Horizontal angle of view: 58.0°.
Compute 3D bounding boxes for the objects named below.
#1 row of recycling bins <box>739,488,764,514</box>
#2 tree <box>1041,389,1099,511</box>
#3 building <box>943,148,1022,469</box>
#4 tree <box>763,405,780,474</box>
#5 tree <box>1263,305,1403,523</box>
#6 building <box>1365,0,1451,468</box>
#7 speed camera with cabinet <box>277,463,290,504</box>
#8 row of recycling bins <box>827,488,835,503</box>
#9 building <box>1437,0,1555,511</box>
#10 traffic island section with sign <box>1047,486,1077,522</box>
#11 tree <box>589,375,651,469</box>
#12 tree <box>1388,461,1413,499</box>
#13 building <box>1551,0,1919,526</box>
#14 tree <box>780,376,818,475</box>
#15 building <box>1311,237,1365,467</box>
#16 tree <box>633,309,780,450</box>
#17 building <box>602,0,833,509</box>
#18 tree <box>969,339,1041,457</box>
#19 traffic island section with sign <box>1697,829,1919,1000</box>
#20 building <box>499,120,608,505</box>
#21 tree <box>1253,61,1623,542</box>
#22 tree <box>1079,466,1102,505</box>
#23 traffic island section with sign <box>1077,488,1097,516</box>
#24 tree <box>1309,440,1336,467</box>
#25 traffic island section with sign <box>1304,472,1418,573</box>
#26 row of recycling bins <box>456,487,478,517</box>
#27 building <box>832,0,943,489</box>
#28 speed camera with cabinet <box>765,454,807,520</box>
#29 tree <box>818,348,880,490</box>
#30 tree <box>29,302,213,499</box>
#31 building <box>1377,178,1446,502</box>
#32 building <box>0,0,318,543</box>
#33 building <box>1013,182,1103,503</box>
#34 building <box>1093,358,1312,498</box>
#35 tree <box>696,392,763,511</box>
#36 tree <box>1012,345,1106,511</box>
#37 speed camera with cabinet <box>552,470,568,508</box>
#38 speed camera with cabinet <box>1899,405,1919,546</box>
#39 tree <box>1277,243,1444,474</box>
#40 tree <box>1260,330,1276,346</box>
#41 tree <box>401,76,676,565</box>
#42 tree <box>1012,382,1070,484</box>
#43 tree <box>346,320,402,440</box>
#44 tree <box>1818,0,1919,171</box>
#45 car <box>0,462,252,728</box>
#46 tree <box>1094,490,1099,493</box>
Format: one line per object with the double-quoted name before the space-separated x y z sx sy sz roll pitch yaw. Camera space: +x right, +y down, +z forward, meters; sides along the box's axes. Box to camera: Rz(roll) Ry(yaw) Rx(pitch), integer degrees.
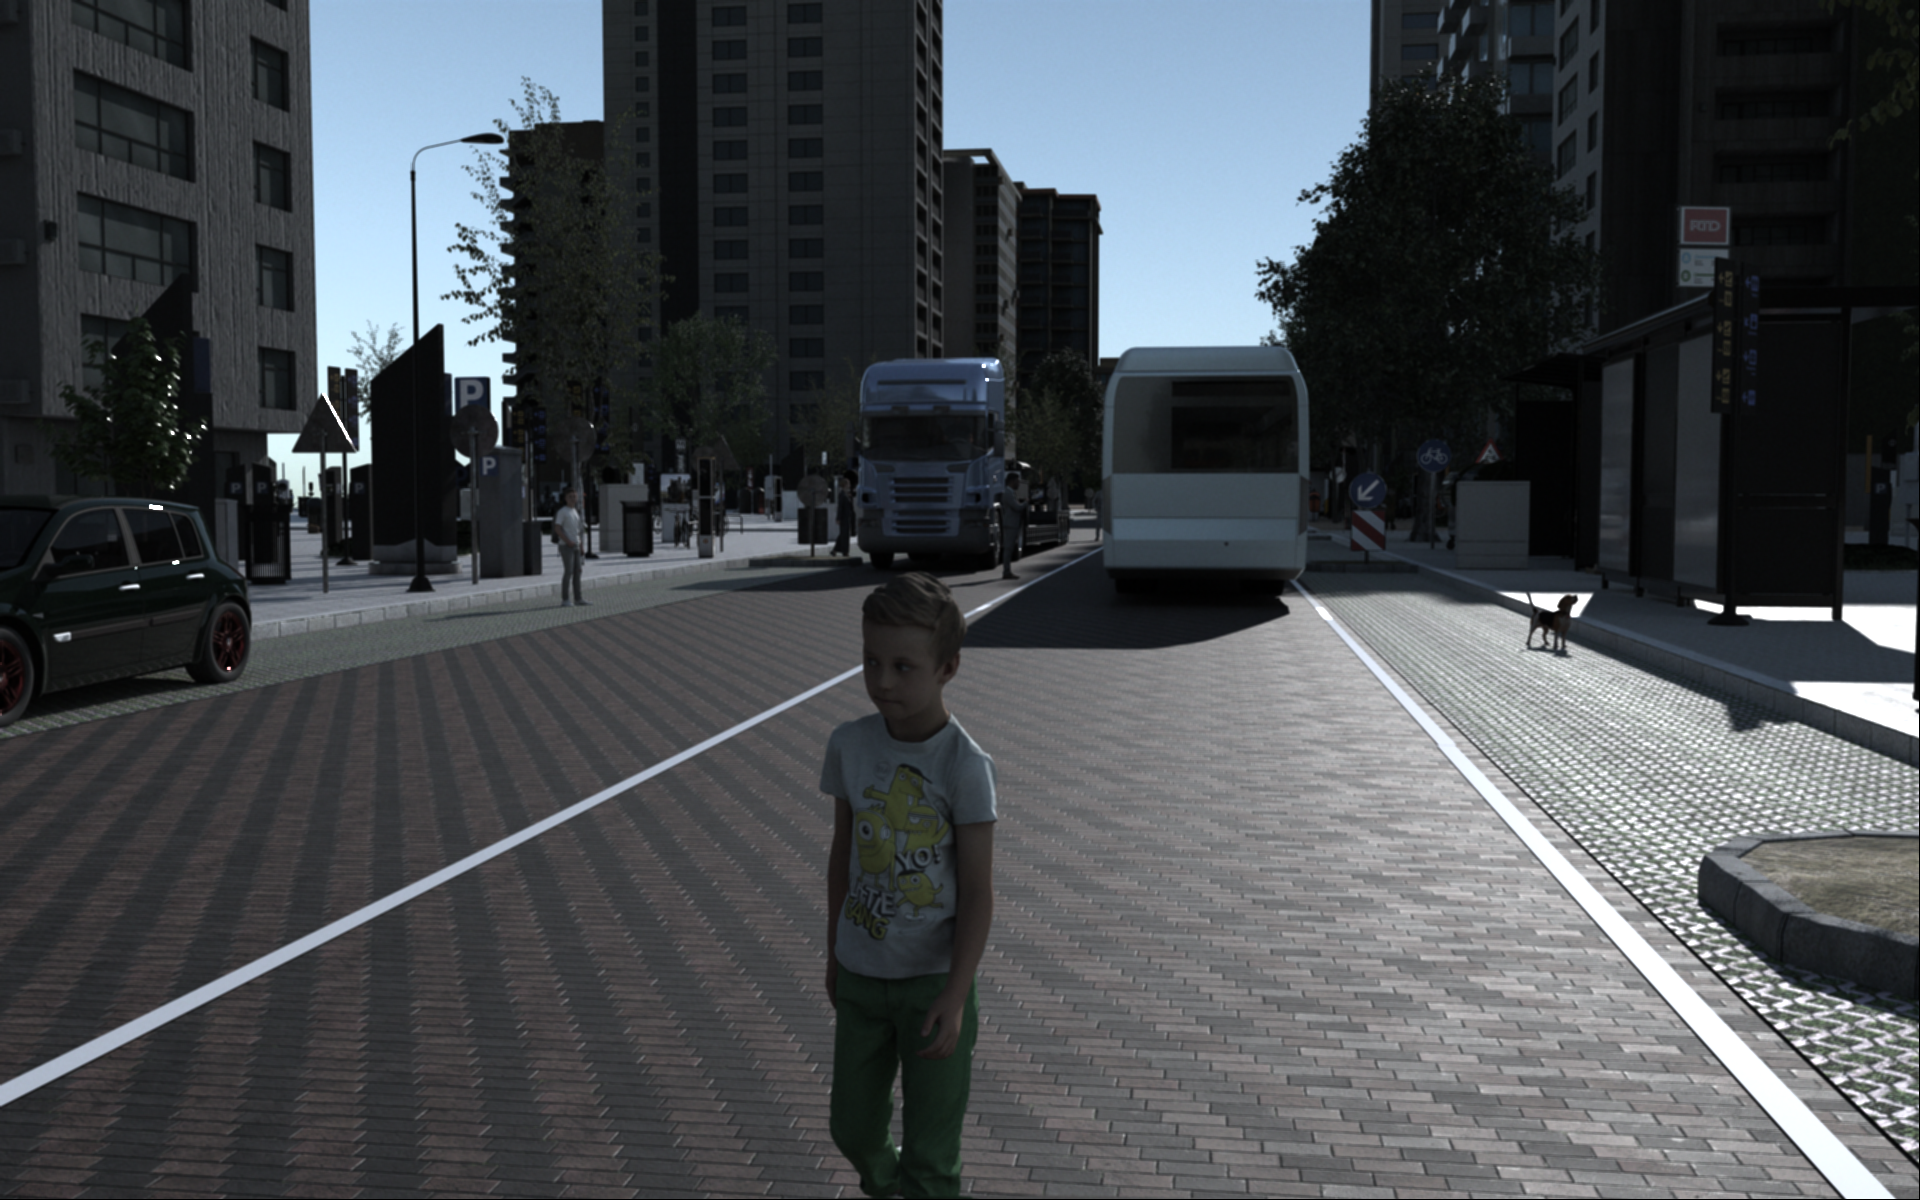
"row of recycling bins" -12.704 -6.497 113.331 3.534 1.692 1.069 -1 4 -19
"tree" 6.886 -10.422 120.765 4.737 8.622 4.395 0 3 0
"building" -6.049 -30.508 190.684 23.993 40.220 32.217 1 4 8
"tree" -15.885 -11.143 132.557 4.737 8.622 4.395 0 3 0
"tree" 16.615 -8.674 76.228 8.767 10.594 7.601 1 4 12
"building" 53.944 -39.223 183.299 21.231 58.520 28.212 1 4 8
"speed camera with cabinet" -43.546 -7.049 109.580 2.038 3.252 0.660 -1 4 -12
"row of recycling bins" -8.236 -6.944 120.641 3.534 1.692 1.069 2 4 33
"building" 44.807 -30.478 117.920 23.786 49.044 30.456 1 4 8
"traffic island section with sign" 4.802 -4.901 88.759 1.989 1.847 2.006 1 4 8
"tree" -20.725 -9.531 106.199 4.737 8.622 4.395 0 3 0
"tree" 25.530 -6.437 99.848 1.663 3.219 1.824 0 3 0
"building" 34.242 -18.585 75.560 14.107 30.474 14.160 1 4 8
"tree" -8.415 -9.403 104.096 4.360 8.622 3.978 0 3 0
"building" 60.862 -33.720 243.203 23.993 40.220 32.217 1 4 8
"tree" -14.136 -10.426 96.217 9.928 11.665 9.643 0 3 0
"building" -27.342 -46.487 198.312 20.611 71.187 20.563 1 4 8
"tree" 1.392 -8.071 82.326 4.737 8.622 4.395 0 3 0
"traffic island section with sign" 3.540 0.190 5.529 1.989 1.847 2.006 1 4 8
"building" -44.671 -33.929 204.855 14.200 45.320 14.600 1 4 8
"tree" 12.507 -7.895 46.095 9.611 12.733 9.660 0 3 0
"tree" 12.601 -10.846 161.044 4.285 4.588 4.351 0 3 0
"traffic island section with sign" 8.672 -6.533 115.436 1.989 1.847 2.006 1 4 8
"tree" 21.085 -9.547 106.455 4.737 8.622 4.395 0 3 0
"traffic island section with sign" 7.405 -1.442 32.207 1.989 1.847 2.006 1 4 8
"row of recycling bins" -28.229 -5.421 95.743 3.534 1.692 1.069 0 4 2
"building" -10.096 -43.609 151.253 20.563 71.187 20.611 1 4 8
"speed camera with cabinet" -8.731 -5.618 86.197 2.038 3.252 0.660 2 4 31
"tree" -4.868 -8.438 88.316 4.360 8.622 3.978 0 3 0
"tree" -8.079 -1.389 17.309 1.663 3.219 1.824 0 3 0
"building" 44.473 -23.134 149.946 14.160 30.474 14.107 1 4 8
"building" -24.339 -16.526 41.904 14.107 30.474 14.160 1 4 8
"building" 5.341 -36.168 245.974 28.867 44.769 22.147 1 4 8
"building" 34.231 -24.442 244.662 28.899 21.520 27.650 1 4 8
"tree" -17.440 -10.669 124.807 4.737 8.622 4.395 0 3 0
"tree" 8.166 -13.254 133.713 9.611 12.733 9.660 0 3 0
"speed camera with cabinet" -32.277 -8.922 140.208 0.660 3.252 2.038 1 4 15
"speed camera with cabinet" 21.609 -2.661 37.838 0.660 3.252 2.038 -1 4 -22
"tree" 15.919 -8.704 68.073 9.928 11.665 9.643 0 3 0
"tree" 34.844 -21.190 202.344 12.611 20.169 13.585 0 3 0
"tree" -6.893 -4.917 30.761 4.360 8.622 3.978 0 3 0
"tree" 5.205 -10.046 114.613 4.360 8.622 3.978 0 3 0
"tree" -24.009 -7.529 73.463 4.360 8.622 3.978 0 3 0
"tree" 7.377 -3.729 11.328 4.737 8.622 4.395 0 3 0
"car" -6.510 -0.123 11.797 2.009 1.686 4.222 0 4 7
"tree" 12.863 -10.657 168.841 1.663 3.219 1.824 0 3 0
